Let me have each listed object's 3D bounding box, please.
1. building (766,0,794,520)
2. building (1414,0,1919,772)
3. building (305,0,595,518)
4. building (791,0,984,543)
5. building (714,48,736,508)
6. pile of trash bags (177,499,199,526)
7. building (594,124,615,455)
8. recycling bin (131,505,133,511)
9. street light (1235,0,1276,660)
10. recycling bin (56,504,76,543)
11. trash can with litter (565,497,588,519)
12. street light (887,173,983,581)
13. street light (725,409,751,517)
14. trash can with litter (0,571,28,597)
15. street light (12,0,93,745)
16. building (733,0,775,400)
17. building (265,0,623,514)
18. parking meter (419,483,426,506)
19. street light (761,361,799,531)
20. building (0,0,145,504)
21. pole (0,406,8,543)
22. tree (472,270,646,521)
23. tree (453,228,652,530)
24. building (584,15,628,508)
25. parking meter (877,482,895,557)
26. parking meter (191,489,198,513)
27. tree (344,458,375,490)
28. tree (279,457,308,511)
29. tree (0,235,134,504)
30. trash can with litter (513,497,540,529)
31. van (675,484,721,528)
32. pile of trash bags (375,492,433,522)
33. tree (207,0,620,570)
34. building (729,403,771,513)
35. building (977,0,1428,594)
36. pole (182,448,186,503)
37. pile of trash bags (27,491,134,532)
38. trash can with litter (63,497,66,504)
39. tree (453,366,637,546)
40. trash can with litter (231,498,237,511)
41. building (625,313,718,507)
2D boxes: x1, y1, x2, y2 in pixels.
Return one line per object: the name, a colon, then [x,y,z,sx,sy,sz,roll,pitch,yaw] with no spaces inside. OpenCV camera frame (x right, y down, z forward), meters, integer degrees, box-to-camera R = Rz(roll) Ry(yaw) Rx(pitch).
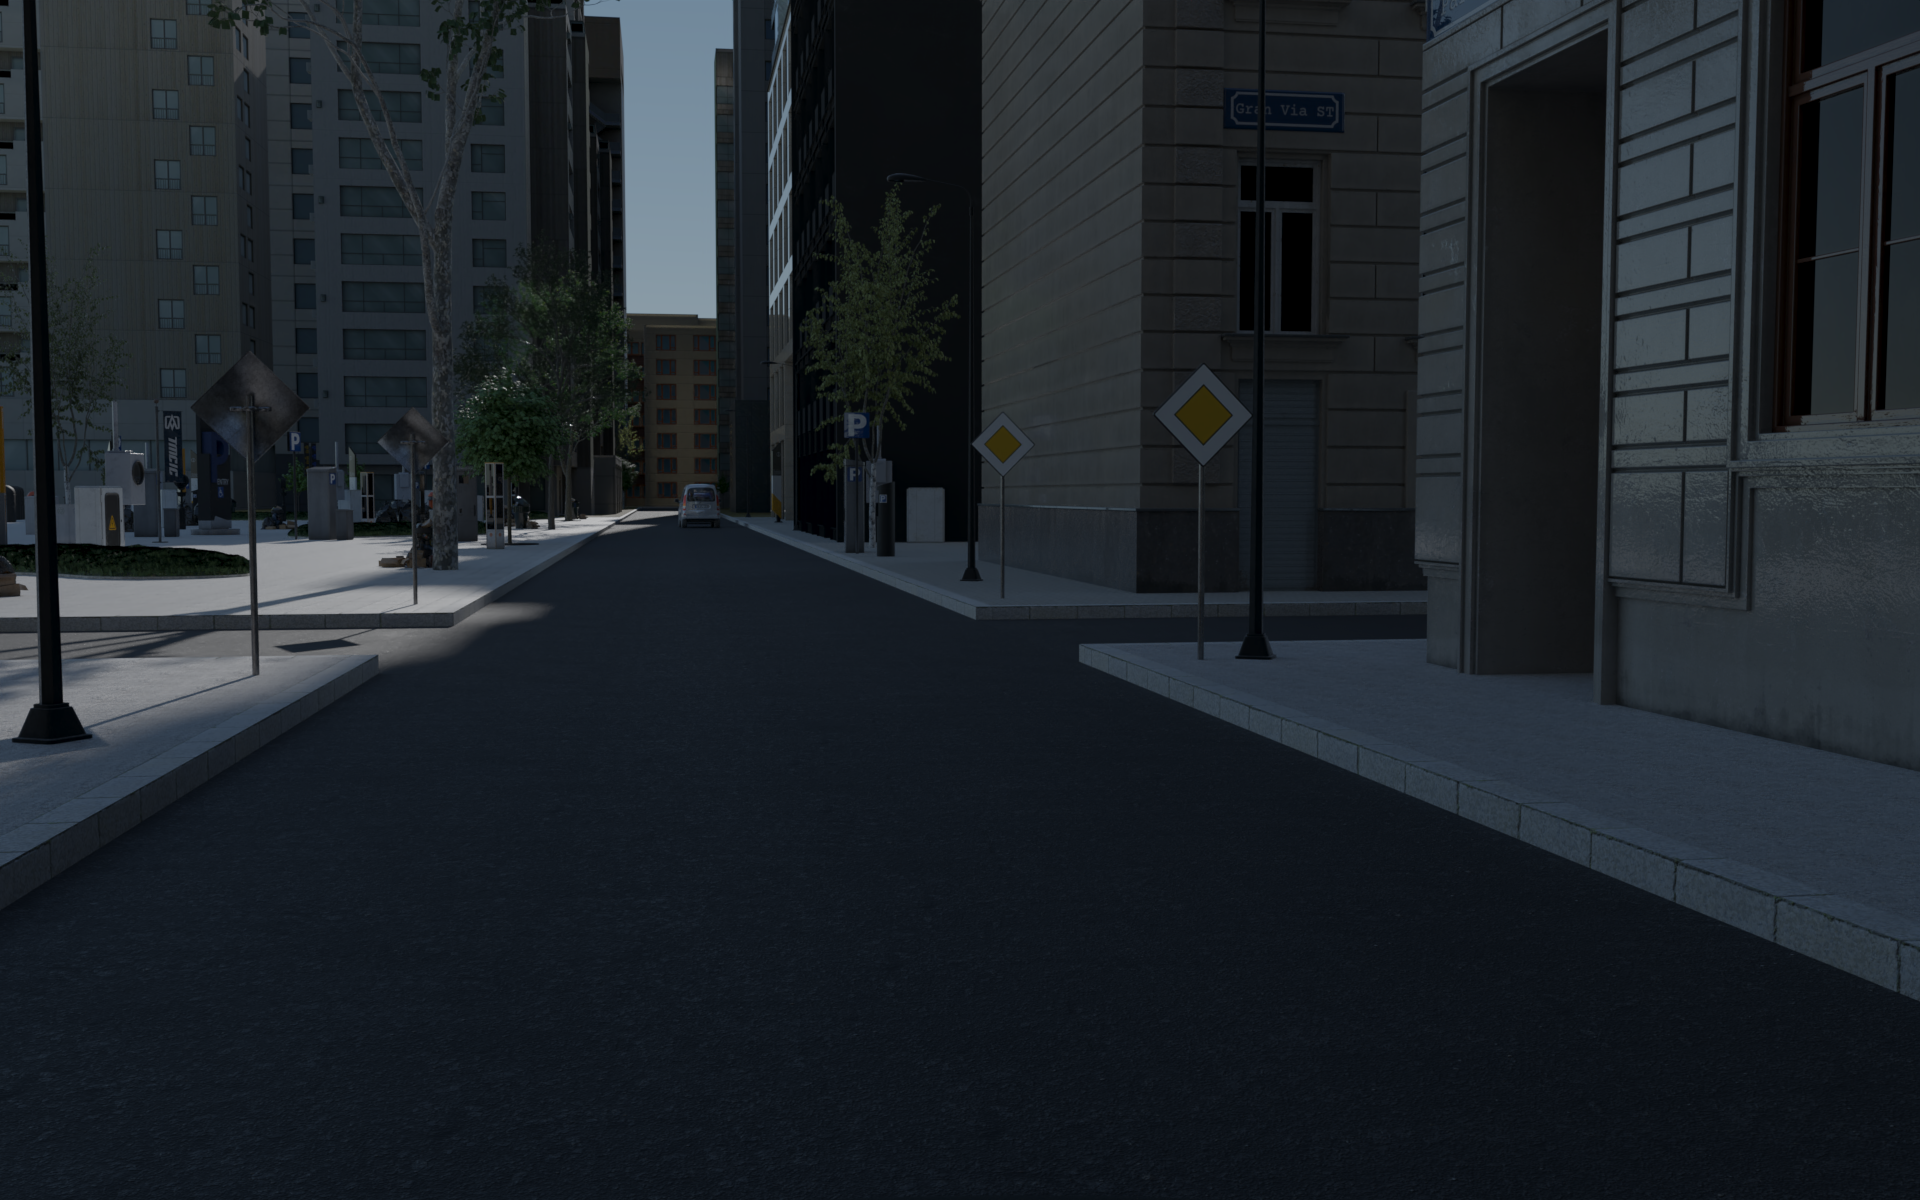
building: [1.849,-16.841,79.867,19.350,26.468,34.151,-1,4,-10]
building: [10.063,-10.249,3.731,11.583,22.565,21.152,-1,4,-10]
building: [-28.686,-20.066,99.788,14.160,30.474,14.107,-1,4,-10]
building: [1.489,-13.717,53.954,12.332,23.373,15.834,-1,4,-10]
building: [-16.061,-29.374,163.862,14.154,41.232,14.086,-1,4,-10]
pile of trash bags: [-30.949,-3.695,70.161,3.447,1.369,1.912,2,4,30]
building: [-34.218,-22.177,134.300,14.160,30.474,14.107,-1,4,-10]
recycling bin: [-37.212,-4.053,78.814,0.722,1.027,0.722,3,5,41]
street light: [1.780,-2.493,13.294,1.470,5.913,1.316,-1,4,-10]
recycling bin: [-22.222,-1.858,42.933,0.722,1.027,0.722,3,5,43]
trash can with litter: [-19.376,-4.659,87.557,1.055,1.170,0.624,-3,5,-40]
street light: [-0.365,-3.230,25.348,1.470,5.913,1.316,-1,4,-10]
street light: [-12.208,-7.506,95.258,1.470,5.913,1.316,-1,4,-10]
trash can with litter: [-12.218,-0.618,21.486,0.624,1.170,1.055,2,4,26]
street light: [-4.197,-2.226,8.934,1.470,5.913,1.316,-1,4,-10]
building: [-8.132,-36.775,143.269,21.231,58.520,28.212,-1,4,-10]
building: [-33.479,-41.428,115.607,20.563,71.187,20.611,-1,4,-10]
parking meter: [-27.721,-5.117,89.382,0.399,1.863,0.255,-2,4,-24]
street light: [-6.249,-5.387,60.610,1.470,5.913,1.316,-1,4,-10]
building: [-71.867,-34.119,147.080,27.495,52.752,28.713,-1,4,-10]
pole: [-22.292,-2.839,40.254,0.158,3.312,0.155,0,3,0]
tree: [-18.574,-9.512,81.271,9.928,11.665,9.643,0,3,0]
tree: [-14.853,-7.793,61.836,8.767,10.594,7.601,1,4,16]
building: [-38.248,-31.196,160.159,14.200,45.320,14.600,-1,4,-10]
parking meter: [-1.525,-1.663,35.602,0.372,1.533,0.369,0,3,0]
parking meter: [-39.067,-4.896,88.466,0.372,1.533,0.369,0,3,0]
tree: [-31.807,-5.935,91.644,1.663,3.219,1.824,0,3,0]
tree: [-34.298,-5.797,89.375,1.663,3.219,1.824,0,3,0]
tree: [-24.573,-5.936,47.409,4.360,8.622,3.978,0,3,0]
trash can with litter: [-15.909,-3.199,63.698,1.055,1.170,0.624,2,4,25]
van: [-11.282,-4.146,74.806,2.013,2.044,4.112,-1,4,-12]
pile of trash bags: [-21.749,-3.630,69.102,1.912,1.369,3.447,1,4,15]
tree: [-10.079,-10.608,29.327,12.611,20.169,13.585,0,3,0]
building: [-3.510,-48.949,112.989,22.319,86.520,31.000,-1,4,-10]
building: [13.273,-14.178,29.079,25.104,27.353,12.463,-1,4,-10]
pole: [-34.699,-5.113,77.435,0.158,3.312,0.155,0,3,0]
pile of trash bags: [-29.590,-2.977,58.429,3.447,1.369,1.912,-1,4,-17]
trash can with litter: [-44.752,-4.625,86.678,2.233,1.210,1.678,3,4,36]
tree: [-11.306,-3.666,43.653,4.285,4.588,4.351,0,3,0]
trash can with litter: [-36.637,-4.650,87.409,0.624,1.170,1.055,3,4,36]
building: [-39.895,-21.051,189.219,28.899,21.520,27.650,-1,4,-10]
